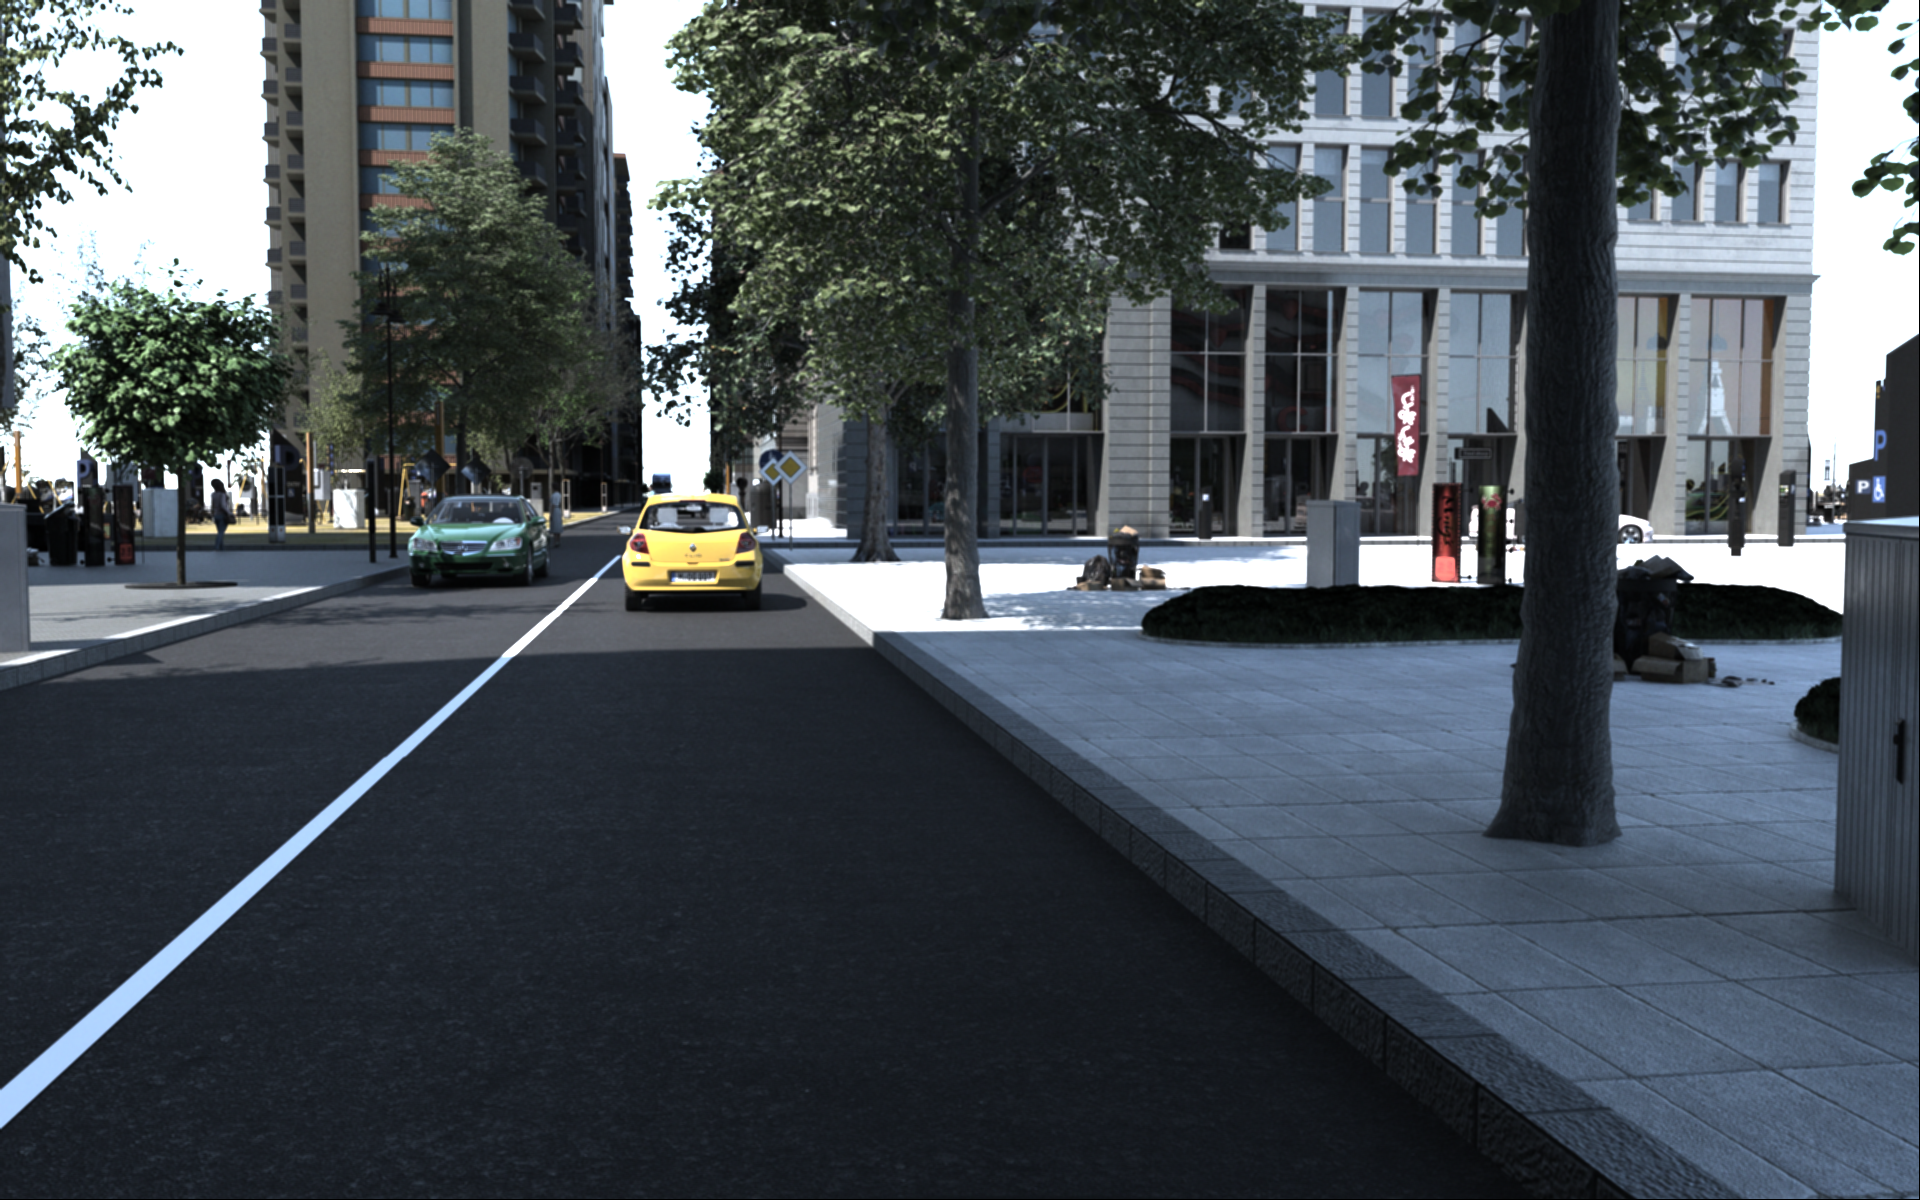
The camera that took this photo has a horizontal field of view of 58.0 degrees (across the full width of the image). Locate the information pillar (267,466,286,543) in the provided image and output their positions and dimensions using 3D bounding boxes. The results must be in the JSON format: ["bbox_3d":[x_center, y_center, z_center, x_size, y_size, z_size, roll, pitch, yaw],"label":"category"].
[{"bbox_3d":[-17.950,-2.507,45.481,0.304,2.012,0.304,2,4,24],"label":"information pillar"}]

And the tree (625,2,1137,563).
[{"bbox_3d":[-1.496,-7.071,32.612,9.611,12.733,9.660,0,3,0],"label":"tree"}]

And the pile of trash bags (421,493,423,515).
[{"bbox_3d":[-33.379,-5.987,107.644,1.912,1.369,3.447,-1,4,-22],"label":"pile of trash bags"}]

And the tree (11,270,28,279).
[{"bbox_3d":[-28.128,-6.060,49.441,4.360,8.622,3.978,0,3,0],"label":"tree"}]

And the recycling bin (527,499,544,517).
[{"bbox_3d":[-20.887,-4.443,85.193,0.722,1.027,0.722,-1,4,-20],"label":"recycling bin"}]

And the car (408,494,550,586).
[{"bbox_3d":[-7.844,-1.024,28.538,2.131,1.459,4.920,0,4,-8],"label":"car"}]

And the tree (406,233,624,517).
[{"bbox_3d":[-17.856,-8.736,68.594,9.928,11.665,9.643,0,3,0],"label":"tree"}]

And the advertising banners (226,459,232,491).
[{"bbox_3d":[-36.633,-5.490,85.952,0.090,3.025,2.074,0,4,7],"label":"advertising banners"}]

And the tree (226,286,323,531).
[{"bbox_3d":[-24.444,-6.738,60.534,4.360,8.622,3.978,0,3,0],"label":"tree"}]

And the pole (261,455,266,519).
[{"bbox_3d":[-36.357,-5.904,90.370,0.158,3.312,0.155,0,3,0],"label":"pole"}]

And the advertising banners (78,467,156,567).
[{"bbox_3d":[-15.239,-2.158,31.471,0.090,3.025,2.074,1,4,14],"label":"advertising banners"}]

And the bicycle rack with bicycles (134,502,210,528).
[{"bbox_3d":[-30.502,-3.208,65.826,2.852,0.926,2.925,-1,4,-9],"label":"bicycle rack with bicycles"}]

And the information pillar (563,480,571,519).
[{"bbox_3d":[-20.386,-5.218,89.802,0.304,2.012,0.304,0,4,3],"label":"information pillar"}]

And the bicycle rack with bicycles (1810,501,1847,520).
[{"bbox_3d":[42.386,-4.400,85.324,2.852,0.926,2.925,-3,5,-42],"label":"bicycle rack with bicycles"}]

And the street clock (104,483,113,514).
[{"bbox_3d":[-44.521,-5.271,90.743,0.471,2.002,0.358,0,4,1],"label":"street clock"}]

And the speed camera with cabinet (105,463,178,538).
[{"bbox_3d":[-23.721,-3.429,50.395,0.660,3.252,2.038,2,4,35],"label":"speed camera with cabinet"}]

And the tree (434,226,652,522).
[{"bbox_3d":[-18.981,-10.366,79.859,12.009,13.543,11.850,0,3,0],"label":"tree"}]

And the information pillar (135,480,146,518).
[{"bbox_3d":[-43.604,-5.350,91.959,0.304,2.012,0.304,-1,4,-12],"label":"information pillar"}]

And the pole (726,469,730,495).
[{"bbox_3d":[-14.985,-7.219,111.873,0.158,3.312,0.155,0,3,0],"label":"pole"}]

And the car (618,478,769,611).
[{"bbox_3d":[-3.496,-0.766,22.749,2.015,1.641,3.980,-1,4,-8],"label":"car"}]

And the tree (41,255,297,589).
[{"bbox_3d":[-10.858,-2.457,23.887,4.285,4.588,4.351,0,3,0],"label":"tree"}]

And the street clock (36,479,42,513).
[{"bbox_3d":[-45.280,-4.939,85.320,0.471,2.002,0.358,-2,4,-25],"label":"street clock"}]

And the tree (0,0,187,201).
[{"bbox_3d":[-10.340,-4.129,17.875,4.737,8.622,4.395,0,3,0],"label":"tree"}]

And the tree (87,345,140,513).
[{"bbox_3d":[-38.705,-7.898,79.498,4.360,8.622,3.978,0,3,0],"label":"tree"}]

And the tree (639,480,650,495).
[{"bbox_3d":[-44.623,-15.375,245.980,1.663,3.219,1.824,0,3,0],"label":"tree"}]

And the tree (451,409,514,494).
[{"bbox_3d":[-30.855,-9.952,113.081,4.737,8.622,4.395,0,3,0],"label":"tree"}]

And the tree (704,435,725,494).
[{"bbox_3d":[-29.642,-16.083,213.317,4.360,8.622,3.978,0,3,0],"label":"tree"}]

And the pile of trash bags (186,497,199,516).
[{"bbox_3d":[-42.955,-5.161,94.130,3.447,1.369,1.912,0,4,8],"label":"pile of trash bags"}]

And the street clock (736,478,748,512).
[{"bbox_3d":[-9.542,-4.359,75.842,0.471,2.002,0.358,2,4,34],"label":"street clock"}]

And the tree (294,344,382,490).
[{"bbox_3d":[-29.571,-8.138,83.424,4.737,8.622,4.395,0,3,0],"label":"tree"}]

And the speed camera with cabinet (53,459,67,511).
[{"bbox_3d":[-51.198,-6.364,98.392,0.660,3.252,2.038,-2,4,-32],"label":"speed camera with cabinet"}]

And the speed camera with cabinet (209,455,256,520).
[{"bbox_3d":[-35.461,-5.506,84.356,2.038,3.252,0.660,0,4,-6],"label":"speed camera with cabinet"}]

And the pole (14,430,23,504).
[{"bbox_3d":[-30.048,-3.758,55.294,0.158,3.312,0.155,0,3,0],"label":"pole"}]

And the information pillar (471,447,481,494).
[{"bbox_3d":[-24.154,-5.816,86.443,0.504,3.616,0.183,-3,5,-42],"label":"information pillar"}]

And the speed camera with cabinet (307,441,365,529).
[{"bbox_3d":[-23.254,-4.293,64.520,2.038,3.252,0.660,1,4,11],"label":"speed camera with cabinet"}]

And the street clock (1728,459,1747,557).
[{"bbox_3d":[15.939,-1.893,35.514,0.358,2.002,0.471,2,4,32],"label":"street clock"}]

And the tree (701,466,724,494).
[{"bbox_3d":[-29.035,-13.514,204.675,4.285,4.588,4.351,0,3,0],"label":"tree"}]

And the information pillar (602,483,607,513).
[{"bbox_3d":[-23.757,-6.804,115.732,0.304,2.012,0.304,0,4,0],"label":"information pillar"}]

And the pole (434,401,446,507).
[{"bbox_3d":[-11.472,-2.715,38.235,0.158,3.312,0.155,0,3,0],"label":"pole"}]

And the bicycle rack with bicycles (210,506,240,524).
[{"bbox_3d":[-31.932,-3.650,73.059,2.852,0.926,2.925,3,4,38],"label":"bicycle rack with bicycles"}]

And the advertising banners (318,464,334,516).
[{"bbox_3d":[-36.382,-6.384,100.560,0.090,3.025,2.074,2,4,33],"label":"advertising banners"}]

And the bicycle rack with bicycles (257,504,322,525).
[{"bbox_3d":[-28.014,-3.642,72.930,2.852,0.926,2.925,2,4,26],"label":"bicycle rack with bicycles"}]

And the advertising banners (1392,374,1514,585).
[{"bbox_3d":[7.023,-1.754,24.860,0.090,3.025,2.074,-3,4,-39],"label":"advertising banners"}]

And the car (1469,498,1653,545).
[{"bbox_3d":[15.952,-2.054,45.939,4.827,1.381,2.083,-1,4,-9],"label":"car"}]

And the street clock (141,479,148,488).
[{"bbox_3d":[-28.453,-3.442,60.849,0.471,2.002,0.358,-3,5,-44],"label":"street clock"}]

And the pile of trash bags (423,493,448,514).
[{"bbox_3d":[-28.930,-5.523,100.061,1.912,1.369,3.447,1,4,22],"label":"pile of trash bags"}]

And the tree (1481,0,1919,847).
[{"bbox_3d":[2.178,-5.410,6.586,7.486,12.596,7.792,0,3,0],"label":"tree"}]

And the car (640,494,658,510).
[{"bbox_3d":[-28.667,-9.117,160.852,2.131,1.459,4.920,-1,4,-9],"label":"car"}]

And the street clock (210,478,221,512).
[{"bbox_3d":[-33.442,-4.486,77.910,0.471,2.002,0.358,-3,4,-38],"label":"street clock"}]

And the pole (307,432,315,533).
[{"bbox_3d":[-21.506,-3.886,57.374,0.158,3.312,0.155,0,3,0],"label":"pole"}]
